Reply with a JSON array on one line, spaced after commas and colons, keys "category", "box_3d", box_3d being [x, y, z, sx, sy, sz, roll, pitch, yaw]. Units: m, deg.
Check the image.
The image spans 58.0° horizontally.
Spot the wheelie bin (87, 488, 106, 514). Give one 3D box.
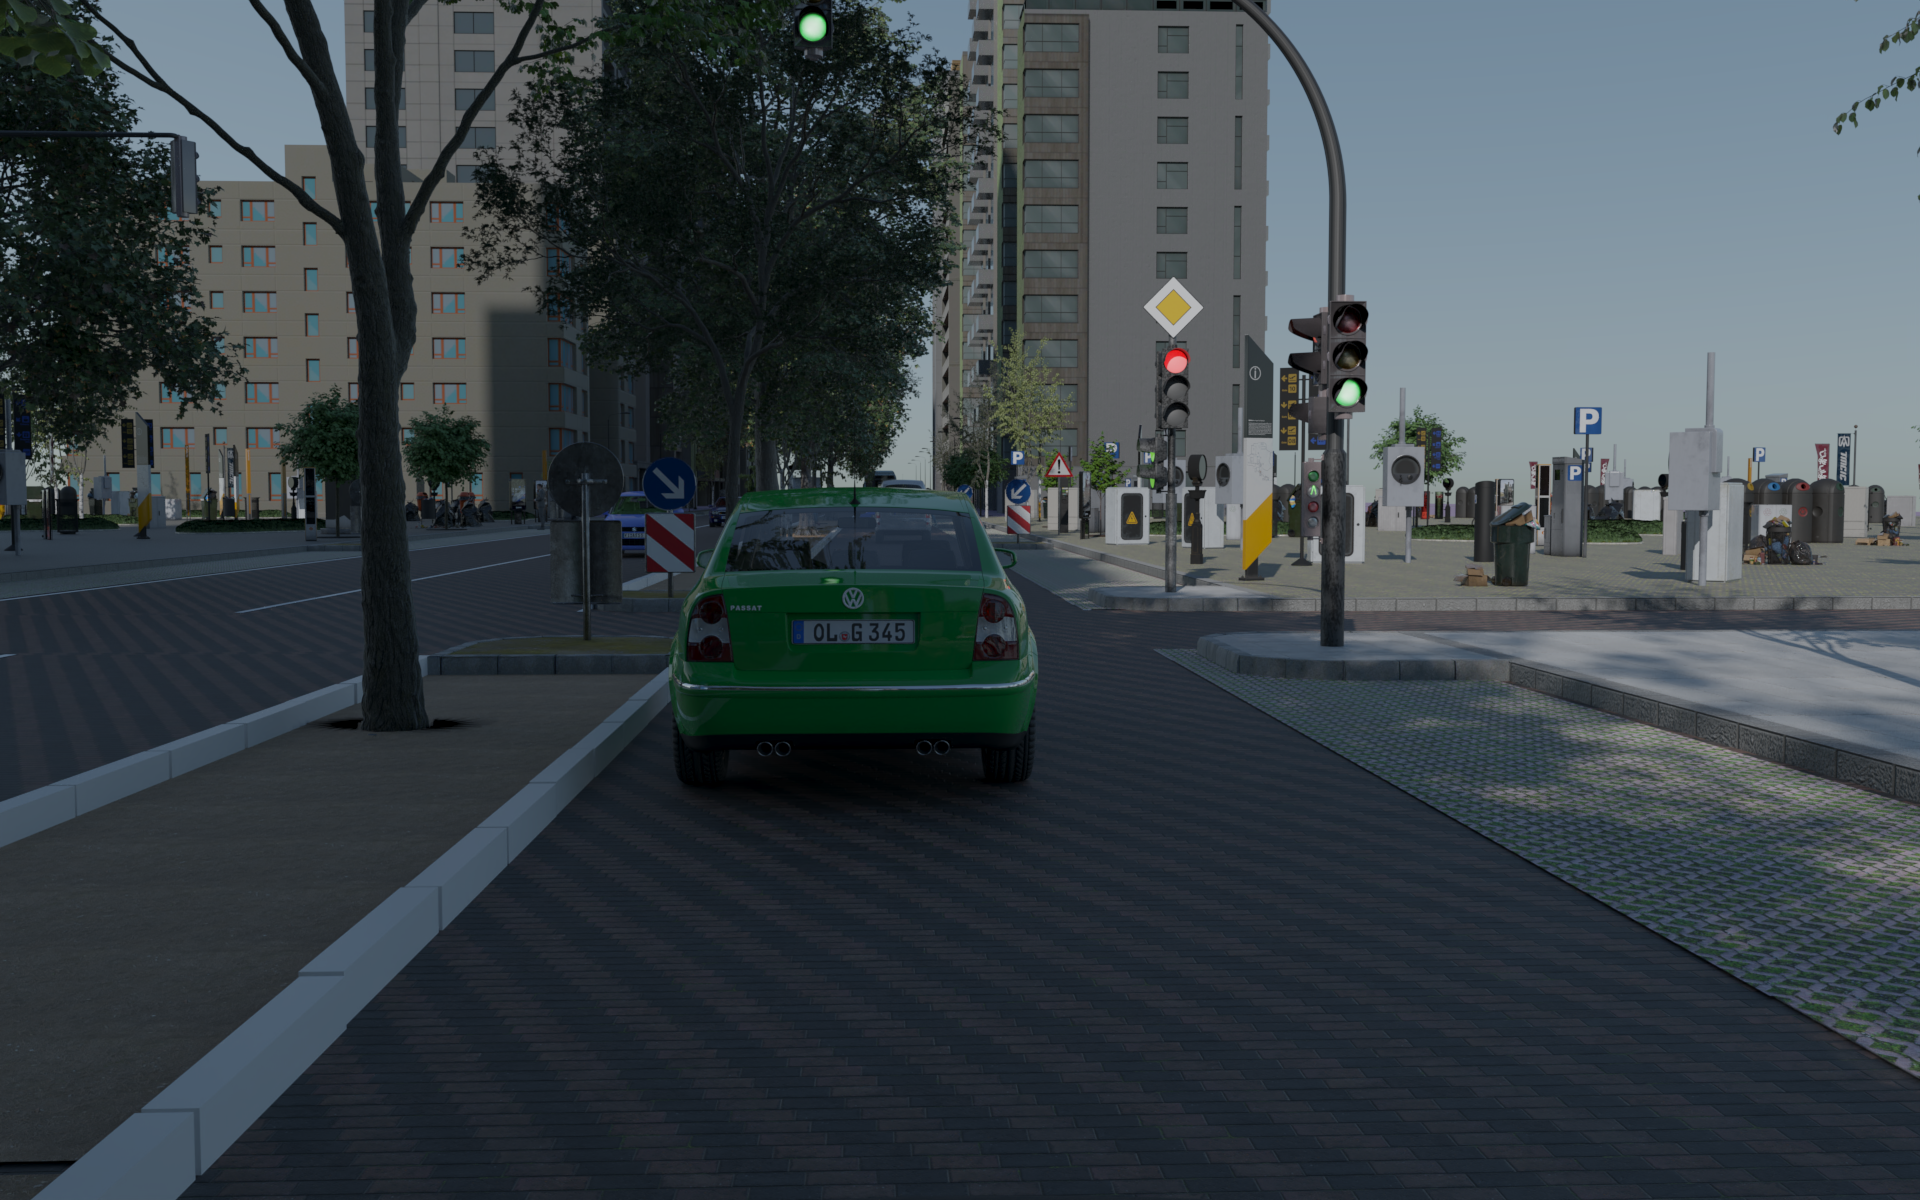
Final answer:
[{"category": "wheelie bin", "box_3d": [-45.118, -5.050, 90.471, 0.693, 1.594, 0.980, 2, 4, 32]}]

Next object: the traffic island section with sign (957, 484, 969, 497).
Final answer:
[{"category": "traffic island section with sign", "box_3d": [0.054, -3.891, 72.242, 1.989, 1.847, 2.006, 0, 4, -3]}]

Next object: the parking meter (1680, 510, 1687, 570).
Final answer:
[{"category": "parking meter", "box_3d": [12.367, -1.272, 29.210, 0.372, 1.533, 0.369, 0, 3, 0]}]

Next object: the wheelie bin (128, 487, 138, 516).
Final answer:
[{"category": "wheelie bin", "box_3d": [-38.728, -4.508, 81.608, 0.980, 1.594, 0.693, 2, 4, 25]}]

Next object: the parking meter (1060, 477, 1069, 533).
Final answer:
[{"category": "parking meter", "box_3d": [3.390, -3.117, 56.682, 0.255, 1.863, 0.399, -1, 4, -12]}]

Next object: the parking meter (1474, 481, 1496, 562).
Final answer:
[{"category": "parking meter", "box_3d": [9.917, -1.488, 32.738, 0.372, 1.533, 0.369, 0, 3, 0]}]

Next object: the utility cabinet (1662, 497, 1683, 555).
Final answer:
[{"category": "utility cabinet", "box_3d": [15.262, -1.583, 37.045, 0.306, 1.237, 1.020, 2, 4, 29]}]

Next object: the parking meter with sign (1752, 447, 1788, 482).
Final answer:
[{"category": "parking meter with sign", "box_3d": [30.065, -4.132, 63.812, 0.543, 3.016, 1.738, -1, 4, -22]}]

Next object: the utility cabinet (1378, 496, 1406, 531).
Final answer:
[{"category": "utility cabinet", "box_3d": [15.153, -3.021, 60.555, 1.020, 1.237, 0.306, 1, 4, 23]}]

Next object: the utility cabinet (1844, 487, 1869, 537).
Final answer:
[{"category": "utility cabinet", "box_3d": [26.123, -2.596, 51.121, 1.173, 1.500, 0.318, 3, 5, 43]}]

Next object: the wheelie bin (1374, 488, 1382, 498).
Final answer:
[{"category": "wheelie bin", "box_3d": [22.334, -5.112, 91.488, 0.693, 1.594, 0.980, -2, 4, -28]}]

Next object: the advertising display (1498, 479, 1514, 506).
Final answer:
[{"category": "advertising display", "box_3d": [23.078, -4.160, 73.229, 0.974, 1.923, 0.123, -3, 4, -37]}]

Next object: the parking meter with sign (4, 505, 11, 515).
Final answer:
[{"category": "parking meter with sign", "box_3d": [-51.585, -5.963, 93.748, 0.543, 3.016, 1.738, 0, 4, -1]}]

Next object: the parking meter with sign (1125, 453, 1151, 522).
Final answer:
[{"category": "parking meter with sign", "box_3d": [6.720, -4.326, 66.993, 1.738, 3.016, 0.543, -3, 4, -38]}]

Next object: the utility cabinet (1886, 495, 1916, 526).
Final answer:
[{"category": "utility cabinet", "box_3d": [37.592, -3.548, 69.173, 0.306, 1.237, 1.020, -2, 4, -35]}]

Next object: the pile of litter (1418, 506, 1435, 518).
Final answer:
[{"category": "pile of litter", "box_3d": [25.294, -4.903, 94.134, 1.176, 0.858, 1.719, 1, 4, 14]}]

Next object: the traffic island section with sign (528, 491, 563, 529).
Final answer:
[{"category": "traffic island section with sign", "box_3d": [-16.577, -3.825, 71.173, 1.989, 1.847, 2.006, 0, 4, -3]}]

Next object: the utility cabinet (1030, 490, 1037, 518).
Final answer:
[{"category": "utility cabinet", "box_3d": [3.528, -5.100, 92.061, 1.173, 1.500, 0.318, 3, 4, 37]}]

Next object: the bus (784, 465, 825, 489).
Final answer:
[{"category": "bus", "box_3d": [-11.625, -8.495, 130.447, 2.896, 3.916, 12.252, 0, 4, -4]}]

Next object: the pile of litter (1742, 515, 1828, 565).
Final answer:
[{"category": "pile of litter", "box_3d": [14.902, -1.086, 31.721, 1.719, 0.858, 1.176, 2, 4, 31]}]

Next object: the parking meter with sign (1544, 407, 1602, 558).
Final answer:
[{"category": "parking meter with sign", "box_3d": [12.512, -2.405, 35.578, 0.543, 3.016, 1.738, 0, 4, -4]}]

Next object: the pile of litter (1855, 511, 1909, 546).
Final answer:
[{"category": "pile of litter", "box_3d": [23.059, -1.795, 43.312, 1.176, 0.858, 1.719, 1, 4, 20]}]

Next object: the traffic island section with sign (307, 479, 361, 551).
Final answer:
[{"category": "traffic island section with sign", "box_3d": [-15.269, -2.159, 43.927, 1.989, 1.847, 2.006, 0, 4, -3]}]

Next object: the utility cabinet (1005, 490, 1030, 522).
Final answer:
[{"category": "utility cabinet", "box_3d": [2.534, -4.282, 78.695, 0.318, 1.500, 1.173, -3, 5, -39]}]

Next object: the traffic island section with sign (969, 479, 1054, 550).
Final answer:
[{"category": "traffic island section with sign", "box_3d": [1.362, -2.244, 45.319, 1.989, 1.847, 2.006, 0, 4, -3]}]

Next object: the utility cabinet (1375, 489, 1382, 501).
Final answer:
[{"category": "utility cabinet", "box_3d": [18.140, -3.939, 73.085, 1.173, 1.500, 0.318, 3, 5, 39]}]

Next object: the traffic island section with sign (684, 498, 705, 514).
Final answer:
[{"category": "traffic island section with sign", "box_3d": [-18.996, -6.912, 121.645, 1.989, 1.847, 2.006, 0, 4, -3]}]

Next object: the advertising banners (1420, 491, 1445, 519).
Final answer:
[{"category": "advertising banners", "box_3d": [23.714, -5.622, 88.114, 2.074, 3.025, 0.090, -1, 4, -10]}]

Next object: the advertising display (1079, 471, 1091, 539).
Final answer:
[{"category": "advertising display", "box_3d": [3.554, -2.696, 49.292, 0.123, 1.923, 0.974, 1, 4, 18]}]

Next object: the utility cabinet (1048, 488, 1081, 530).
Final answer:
[{"category": "utility cabinet", "box_3d": [3.663, -3.177, 60.624, 1.173, 1.500, 0.318, 2, 4, 31]}]

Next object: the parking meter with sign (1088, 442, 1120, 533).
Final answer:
[{"category": "parking meter with sign", "box_3d": [4.705, -3.754, 57.632, 0.543, 3.016, 1.738, 2, 4, 29]}]

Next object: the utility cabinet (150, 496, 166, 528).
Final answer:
[{"category": "utility cabinet", "box_3d": [-30.794, -3.357, 66.045, 0.306, 1.237, 1.020, 2, 4, 24]}]

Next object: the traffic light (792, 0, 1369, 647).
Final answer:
[{"category": "traffic light", "box_3d": [1.033, -2.424, 14.307, 4.771, 5.953, 1.251, 0, 4, -3]}]

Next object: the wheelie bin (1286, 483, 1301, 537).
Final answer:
[{"category": "wheelie bin", "box_3d": [10.131, -2.661, 51.420, 0.693, 1.594, 0.980, 2, 4, 31]}]

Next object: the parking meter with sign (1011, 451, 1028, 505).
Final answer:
[{"category": "parking meter with sign", "box_3d": [2.426, -4.479, 69.487, 0.543, 3.016, 1.738, 0, 4, -6]}]

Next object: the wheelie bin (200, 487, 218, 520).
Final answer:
[{"category": "wheelie bin", "box_3d": [-34.533, -4.390, 79.692, 0.693, 1.594, 0.980, -3, 4, -37]}]

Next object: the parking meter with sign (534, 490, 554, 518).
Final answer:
[{"category": "parking meter with sign", "box_3d": [-21.950, -5.902, 92.751, 1.738, 3.016, 0.543, 1, 4, 12]}]

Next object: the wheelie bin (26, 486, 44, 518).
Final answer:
[{"category": "wheelie bin", "box_3d": [-36.581, -3.702, 68.437, 0.980, 1.594, 0.693, -2, 4, -29]}]

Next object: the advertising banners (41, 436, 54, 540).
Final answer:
[{"category": "advertising banners", "box_3d": [-25.539, -3.198, 48.480, 0.090, 3.025, 2.074, -3, 4, -36]}]

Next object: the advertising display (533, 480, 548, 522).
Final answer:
[{"category": "advertising display", "box_3d": [-19.031, -4.490, 78.619, 0.123, 1.923, 0.974, 1, 4, 20]}]

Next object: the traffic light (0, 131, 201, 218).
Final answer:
[{"category": "traffic light", "box_3d": [-12.071, -2.885, 21.834, 4.771, 5.953, 1.251, 0, 4, -3]}]

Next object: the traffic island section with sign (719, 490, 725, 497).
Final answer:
[{"category": "traffic island section with sign", "box_3d": [-20.283, -8.559, 148.569, 1.989, 1.847, 2.006, 0, 4, -3]}]

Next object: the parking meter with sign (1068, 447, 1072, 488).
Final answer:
[{"category": "parking meter with sign", "box_3d": [4.858, -4.106, 63.390, 1.738, 3.016, 0.543, 1, 4, 9]}]

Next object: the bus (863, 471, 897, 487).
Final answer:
[{"category": "bus", "box_3d": [-6.528, -8.982, 141.720, 2.948, 3.499, 13.247, 0, 4, -3]}]

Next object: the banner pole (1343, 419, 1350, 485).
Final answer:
[{"category": "banner pole", "box_3d": [10.353, -3.482, 46.955, 0.863, 3.779, 0.401, -2, 4, -35]}]

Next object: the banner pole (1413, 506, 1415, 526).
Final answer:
[{"category": "banner pole", "box_3d": [17.879, -4.824, 68.883, 0.401, 3.779, 0.863, -3, 5, -39]}]

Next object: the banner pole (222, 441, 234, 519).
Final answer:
[{"category": "banner pole", "box_3d": [-34.748, -5.645, 82.320, 0.401, 3.779, 0.863, 2, 4, 28]}]

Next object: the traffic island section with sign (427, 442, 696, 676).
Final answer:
[{"category": "traffic island section with sign", "box_3d": [-3.257, -0.395, 14.596, 2.006, 1.907, 1.989, 0, 4, -3]}]

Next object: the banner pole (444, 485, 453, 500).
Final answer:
[{"category": "banner pole", "box_3d": [-24.092, -5.607, 81.684, 0.401, 3.779, 0.863, 1, 4, 14]}]

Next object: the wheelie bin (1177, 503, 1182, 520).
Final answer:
[{"category": "wheelie bin", "box_3d": [9.800, -4.255, 77.476, 0.980, 1.594, 0.693, -1, 4, -18]}]

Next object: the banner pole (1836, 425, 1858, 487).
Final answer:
[{"category": "banner pole", "box_3d": [32.107, -4.442, 62.645, 0.863, 3.779, 0.401, 0, 4, 5]}]

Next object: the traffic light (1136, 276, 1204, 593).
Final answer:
[{"category": "traffic light", "box_3d": [2.735, -2.055, 22.524, 0.839, 4.253, 0.868, 0, 4, -3]}]

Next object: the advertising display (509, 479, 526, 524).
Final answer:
[{"category": "advertising display", "box_3d": [-18.745, -4.171, 73.414, 0.123, 1.923, 0.974, 2, 4, 24]}]
